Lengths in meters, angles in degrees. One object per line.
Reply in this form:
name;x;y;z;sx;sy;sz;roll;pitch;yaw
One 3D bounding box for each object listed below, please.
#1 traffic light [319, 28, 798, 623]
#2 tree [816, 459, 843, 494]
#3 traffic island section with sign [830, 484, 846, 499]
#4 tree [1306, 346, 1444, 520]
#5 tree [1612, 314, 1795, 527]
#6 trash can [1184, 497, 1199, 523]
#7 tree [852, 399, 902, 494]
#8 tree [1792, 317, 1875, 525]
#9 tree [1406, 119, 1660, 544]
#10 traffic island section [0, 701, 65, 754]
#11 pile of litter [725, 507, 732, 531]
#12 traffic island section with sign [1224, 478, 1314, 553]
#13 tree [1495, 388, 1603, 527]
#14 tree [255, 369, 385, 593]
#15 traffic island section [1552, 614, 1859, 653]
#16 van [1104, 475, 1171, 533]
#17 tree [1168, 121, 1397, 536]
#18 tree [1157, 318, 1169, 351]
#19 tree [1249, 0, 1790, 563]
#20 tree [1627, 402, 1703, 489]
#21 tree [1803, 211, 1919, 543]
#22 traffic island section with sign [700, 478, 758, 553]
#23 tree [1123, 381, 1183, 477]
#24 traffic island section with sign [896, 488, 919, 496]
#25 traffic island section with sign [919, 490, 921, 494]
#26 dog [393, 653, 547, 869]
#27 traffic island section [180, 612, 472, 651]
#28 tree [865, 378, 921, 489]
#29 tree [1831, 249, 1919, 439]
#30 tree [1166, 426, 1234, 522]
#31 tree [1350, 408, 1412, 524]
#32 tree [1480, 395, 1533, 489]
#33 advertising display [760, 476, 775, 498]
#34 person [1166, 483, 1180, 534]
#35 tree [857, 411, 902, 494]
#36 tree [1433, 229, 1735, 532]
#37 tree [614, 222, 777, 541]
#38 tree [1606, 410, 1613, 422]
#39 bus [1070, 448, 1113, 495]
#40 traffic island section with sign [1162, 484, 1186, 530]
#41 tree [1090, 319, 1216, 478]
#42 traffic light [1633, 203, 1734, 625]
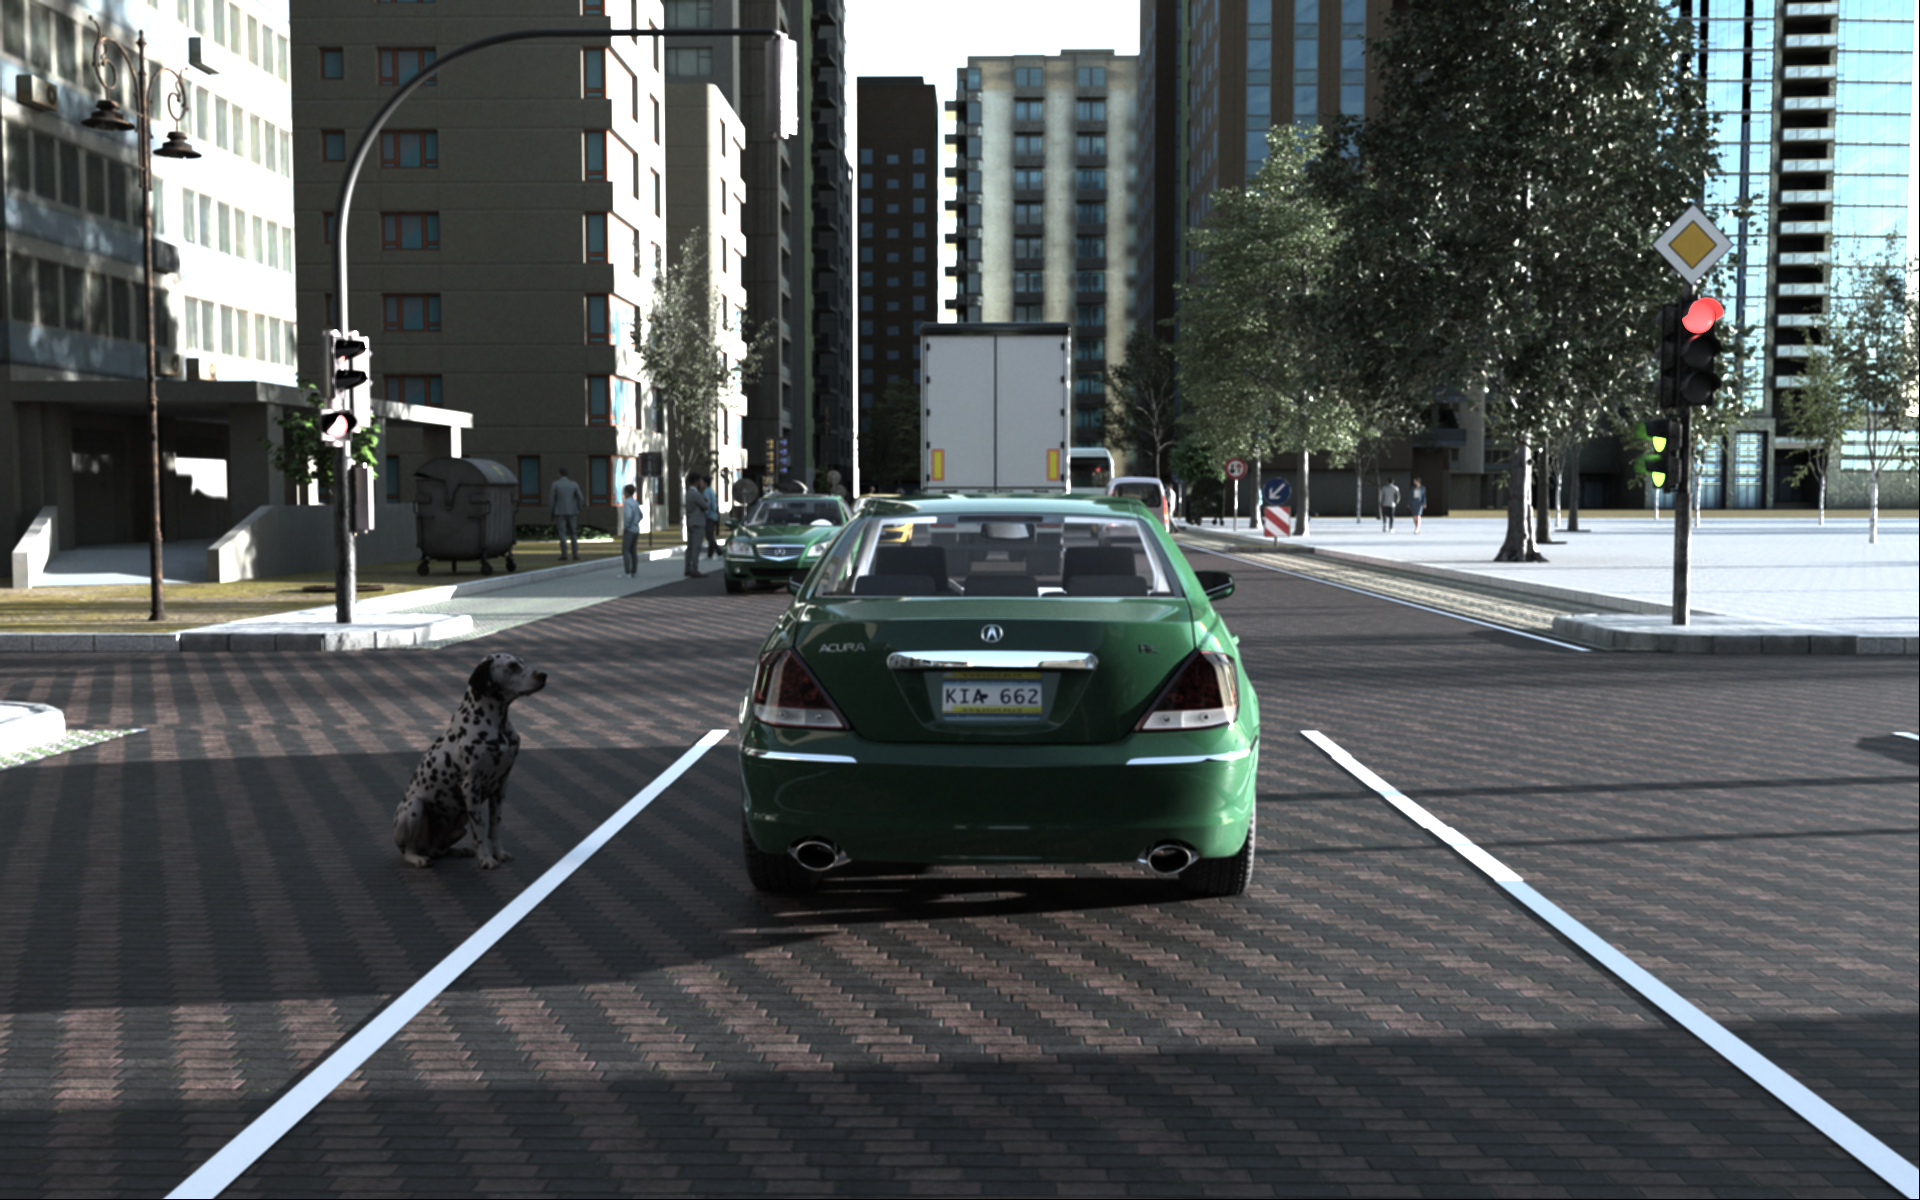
traffic light;-3.998;-2.597;17.129;4.771;5.953;1.251;0;4;1
tree;-7.515;-6.169;95.464;1.663;3.219;1.824;0;3;0
traffic island section with sign;-4.897;-3.763;70.150;1.989;1.847;2.006;0;4;1
tree;20.821;-9.336;87.051;7.601;10.594;8.767;2;4;28
tree;29.100;-7.189;67.910;4.737;8.622;4.395;0;3;0
trash can;10.283;-3.971;76.576;0.748;1.137;0.748;0;3;0
tree;-6.207;-11.207;133.596;4.360;8.622;3.978;0;3;0
tree;35.979;-7.444;72.064;4.737;8.622;4.395;0;3;0
tree;14.999;-7.273;44.675;9.928;11.665;9.643;0;3;0
traffic island section;-6.267;0.795;9.281;2.009;0.180;2.903;0;4;1
pile of litter;-7.519;-2.806;59.835;1.176;0.858;1.719;-1;4;-9
traffic island section with sign;7.549;-2.074;42.540;1.989;1.847;2.006;0;4;1
tree;25.500;-7.614;74.851;4.360;8.622;3.978;0;3;0
tree;-8.195;-1.740;23.047;1.663;3.219;1.824;0;3;0
traffic island section;7.109;0.321;17.035;2.009;0.180;2.903;0;4;1
van;4.351;-2.245;43.710;2.013;2.044;4.112;0;4;3
tree;10.555;-8.298;53.803;7.486;12.596;7.792;0;3;0
tree;11.154;-8.931;64.151;7.486;12.596;7.792;0;3;0
tree;10.535;-7.064;32.502;9.611;12.733;9.660;0;3;0
tree;33.485;-7.968;80.644;4.360;8.622;3.978;0;3;0
tree;24.041;-5.786;44.967;4.360;8.622;3.978;0;3;0
traffic island section with sign;-5.357;-2.106;43.056;1.989;1.847;2.006;0;4;1
tree;11.781;-9.615;107.575;4.360;8.622;3.978;0;3;0
traffic island section with sign;-4.064;-6.802;119.840;1.989;1.847;2.006;0;4;1
traffic island section with sign;-3.589;-8.461;146.965;1.989;1.847;2.006;0;4;1
dog;-1.998;0.609;6.874;0.513;0.831;0.800;-2;4;-30
traffic island section;-6.131;0.307;17.265;2.009;0.180;2.903;0;4;1
tree;-5.512;-15.365;169.341;7.486;12.596;7.792;0;3;0
tree;33.920;-7.635;59.253;7.601;10.594;8.767;-1;4;-18
tree;11.185;-5.872;79.728;4.285;4.588;4.351;0;3;0
tree;17.572;-7.623;75.001;4.360;8.622;3.978;0;3;0
tree;28.958;-8.460;88.690;4.737;8.622;4.395;0;3;0
advertising display;-6.925;-3.497;62.385;0.123;1.923;0.974;1;4;22
person;7.518;-3.278;62.213;0.853;1.813;0.709;1;4;19
tree;-6.923;-12.354;152.358;4.737;8.622;4.395;0;3;0
tree;21.031;-9.077;58.779;12.009;13.543;11.850;0;3;0
tree;-7.440;-5.939;47.463;4.360;8.622;3.978;0;3;0
tree;35.288;-8.422;88.060;4.737;8.622;4.395;0;3;0
bus;4.968;-4.930;75.471;2.948;3.499;13.247;0;4;1
traffic island section with sign;8.018;-3.741;69.789;1.989;1.847;2.006;0;4;1
tree;10.412;-9.684;92.752;7.601;10.594;8.767;1;4;12
traffic light;7.069;-1.713;16.922;0.839;4.253;0.868;0;4;1
